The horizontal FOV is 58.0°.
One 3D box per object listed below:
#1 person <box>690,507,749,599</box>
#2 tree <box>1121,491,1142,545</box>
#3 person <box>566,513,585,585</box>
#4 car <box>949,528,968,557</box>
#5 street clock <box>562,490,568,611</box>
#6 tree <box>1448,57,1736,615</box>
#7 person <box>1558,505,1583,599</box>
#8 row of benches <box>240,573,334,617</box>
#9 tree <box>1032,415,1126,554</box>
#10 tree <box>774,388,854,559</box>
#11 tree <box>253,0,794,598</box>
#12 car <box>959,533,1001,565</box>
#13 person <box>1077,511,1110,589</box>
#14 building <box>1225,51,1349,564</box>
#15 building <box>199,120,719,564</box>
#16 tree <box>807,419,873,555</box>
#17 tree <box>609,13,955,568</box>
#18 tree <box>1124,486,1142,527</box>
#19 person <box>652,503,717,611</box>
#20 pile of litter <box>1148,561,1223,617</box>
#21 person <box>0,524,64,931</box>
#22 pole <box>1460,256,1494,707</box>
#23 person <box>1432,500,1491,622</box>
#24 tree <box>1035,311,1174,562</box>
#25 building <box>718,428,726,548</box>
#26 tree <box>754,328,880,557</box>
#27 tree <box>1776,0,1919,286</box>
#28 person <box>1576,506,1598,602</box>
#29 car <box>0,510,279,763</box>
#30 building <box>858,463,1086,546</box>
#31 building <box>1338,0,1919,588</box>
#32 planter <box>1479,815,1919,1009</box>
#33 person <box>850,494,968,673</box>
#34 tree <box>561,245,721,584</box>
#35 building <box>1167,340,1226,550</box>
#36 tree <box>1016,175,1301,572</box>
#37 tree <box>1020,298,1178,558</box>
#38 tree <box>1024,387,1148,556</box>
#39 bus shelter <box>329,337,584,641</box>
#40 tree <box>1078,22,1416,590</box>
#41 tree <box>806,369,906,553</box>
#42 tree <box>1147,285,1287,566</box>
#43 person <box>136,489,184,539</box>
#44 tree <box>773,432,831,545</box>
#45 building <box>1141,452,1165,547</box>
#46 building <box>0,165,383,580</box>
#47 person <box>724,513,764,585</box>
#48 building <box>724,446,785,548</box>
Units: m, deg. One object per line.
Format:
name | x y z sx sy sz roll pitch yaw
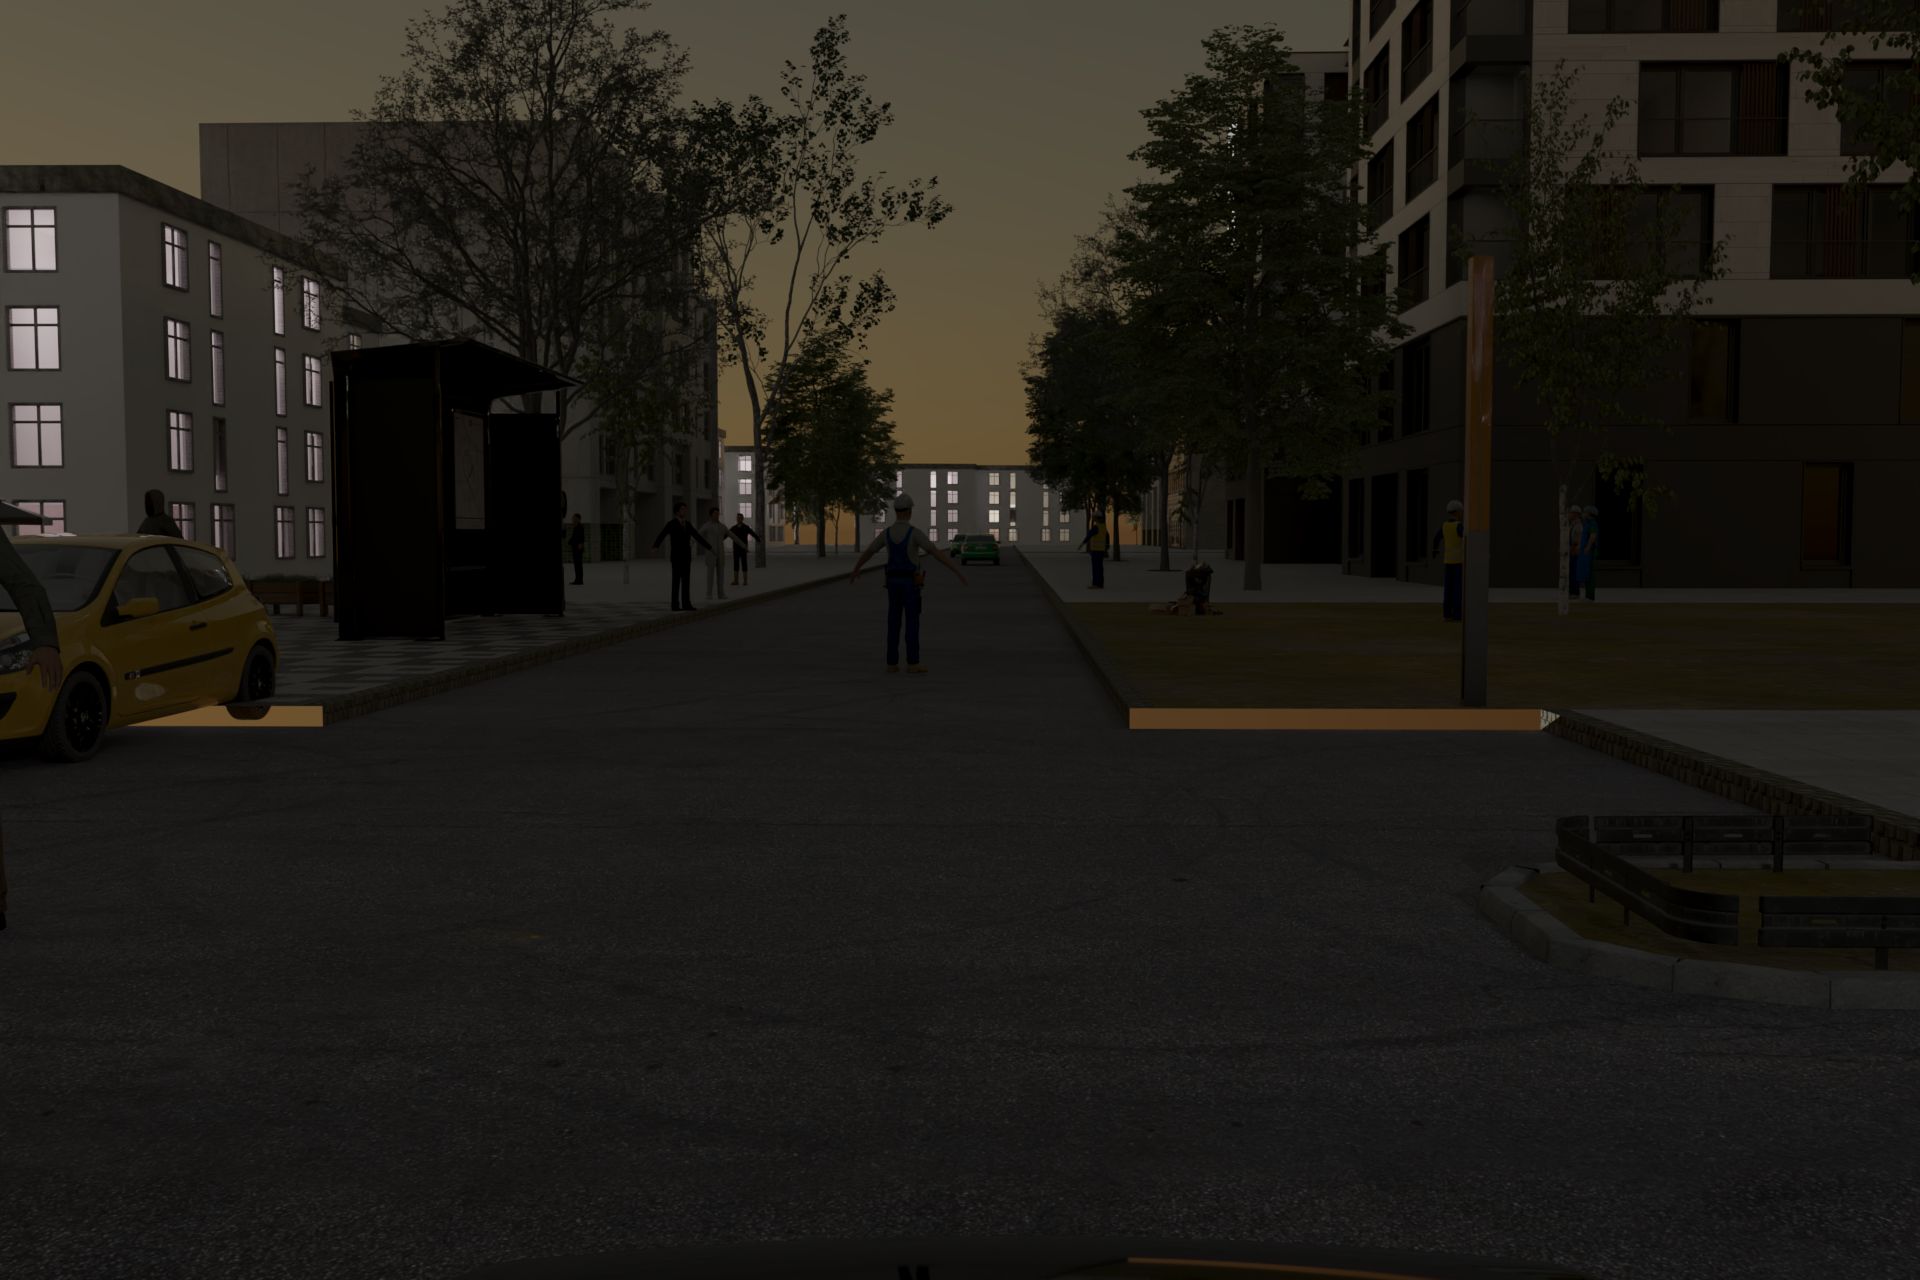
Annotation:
person | -4.820 -1.712 34.184 1.347 1.806 0.705 -2 4 -30
tree | 20.648 -15.538 204.414 4.737 8.622 4.395 0 3 0
person | -9.684 -2.295 43.740 0.704 1.802 1.346 -2 4 -27
car | 0.314 -6.040 107.556 1.959 1.807 4.718 0 4 1
street clock | -6.688 -1.481 28.783 0.358 2.002 0.471 0 4 2
tree | 9.596 -4.693 27.096 4.737 8.622 4.395 0 3 0
person | 12.058 -1.727 34.095 0.705 1.847 1.347 0 4 5
row of benches | -10.572 -0.730 27.405 4.104 0.672 1.422 1 4 22
tree | 8.436 -11.532 114.297 9.928 11.665 9.643 0 3 0
tree | -7.253 -8.391 87.548 4.737 8.622 4.395 0 3 0
tree | -8.422 -7.595 34.544 12.009 13.543 11.850 0 3 0
car | 0.940 -4.381 80.421 1.959 1.807 4.718 0 4 0
person | 3.209 -2.126 40.731 0.705 1.833 1.349 3 4 36
building | 27.499 -15.025 89.639 27.936 21.610 32.646 0 4 2
building | -23.723 -13.692 90.318 16.747 18.905 31.486 0 4 2
tree | -7.588 -9.431 104.565 4.360 8.622 3.978 0 3 0
tree | -6.862 -12.729 64.002 12.611 20.169 13.585 0 3 0
tree | 23.141 -17.871 210.314 7.486 12.596 7.792 0 3 0
person | -4.640 -1.390 28.913 0.705 1.806 1.347 3 5 42
pile of litter | 3.603 -0.843 27.754 1.176 0.858 1.719 0 4 1
person | -3.652 0.155 6.202 1.348 1.796 0.705 2 4 23
pole | 3.839 -1.163 12.855 0.158 3.312 0.155 0 3 0
person | 7.295 -1.152 25.297 0.721 1.772 1.216 -2 4 -24
tree | 7.240 -9.495 81.006 9.928 11.665 9.643 0 3 0
building | -23.507 -12.143 140.682 9.099 9.664 28.070 0 4 1
tree | -7.910 -10.856 95.620 7.486 12.596 7.792 0 3 0
tree | 9.675 -4.003 15.804 4.737 8.622 4.395 0 3 0
person | 11.838 -1.623 32.670 0.704 1.817 1.347 1 4 16
car | -6.299 -0.113 12.068 2.015 1.641 3.980 0 4 2
building | 1.326 -16.076 207.445 28.070 9.664 9.099 0 4 -7
building | 26.105 -12.985 56.285 27.936 21.610 32.646 0 4 1
planter | 2.963 0.914 6.200 1.991 0.319 1.994 0 4 2
person | -0.573 -0.589 17.948 1.347 1.847 0.705 2 4 24
tree | -8.383 -5.753 44.423 4.737 8.622 4.395 0 3 0
building | 27.945 -19.519 150.066 19.493 23.208 18.063 0 4 2
tree | 6.986 -9.109 59.308 12.009 13.543 11.850 0 3 0
tree | 7.667 -11.379 92.701 9.857 13.997 8.962 0 3 0
tree | 7.728 -10.277 102.438 8.767 10.594 7.601 1 4 13
bus shelter | -6.695 -1.989 23.801 1.731 3.624 6.357 0 4 1
tree | 6.462 -7.433 39.650 7.486 12.596 7.792 0 3 0
tree | -7.350 -12.331 119.739 7.486 12.596 7.792 0 3 0
tree | 6.807 -6.001 48.487 4.737 8.622 4.395 0 3 0
person | -9.568 -0.884 20.576 1.348 1.813 0.705 2 4 32
tree | -19.793 -18.606 210.861 9.857 13.997 8.962 0 3 0
building | 28.789 -19.391 183.496 16.747 18.905 31.486 0 4 2
building | -23.417 -6.819 53.632 9.099 9.664 28.070 0 4 1
person | -5.534 -2.288 43.548 1.346 1.812 0.704 1 4 12
building | -22.452 -14.467 178.678 9.099 9.664 28.070 0 4 1
